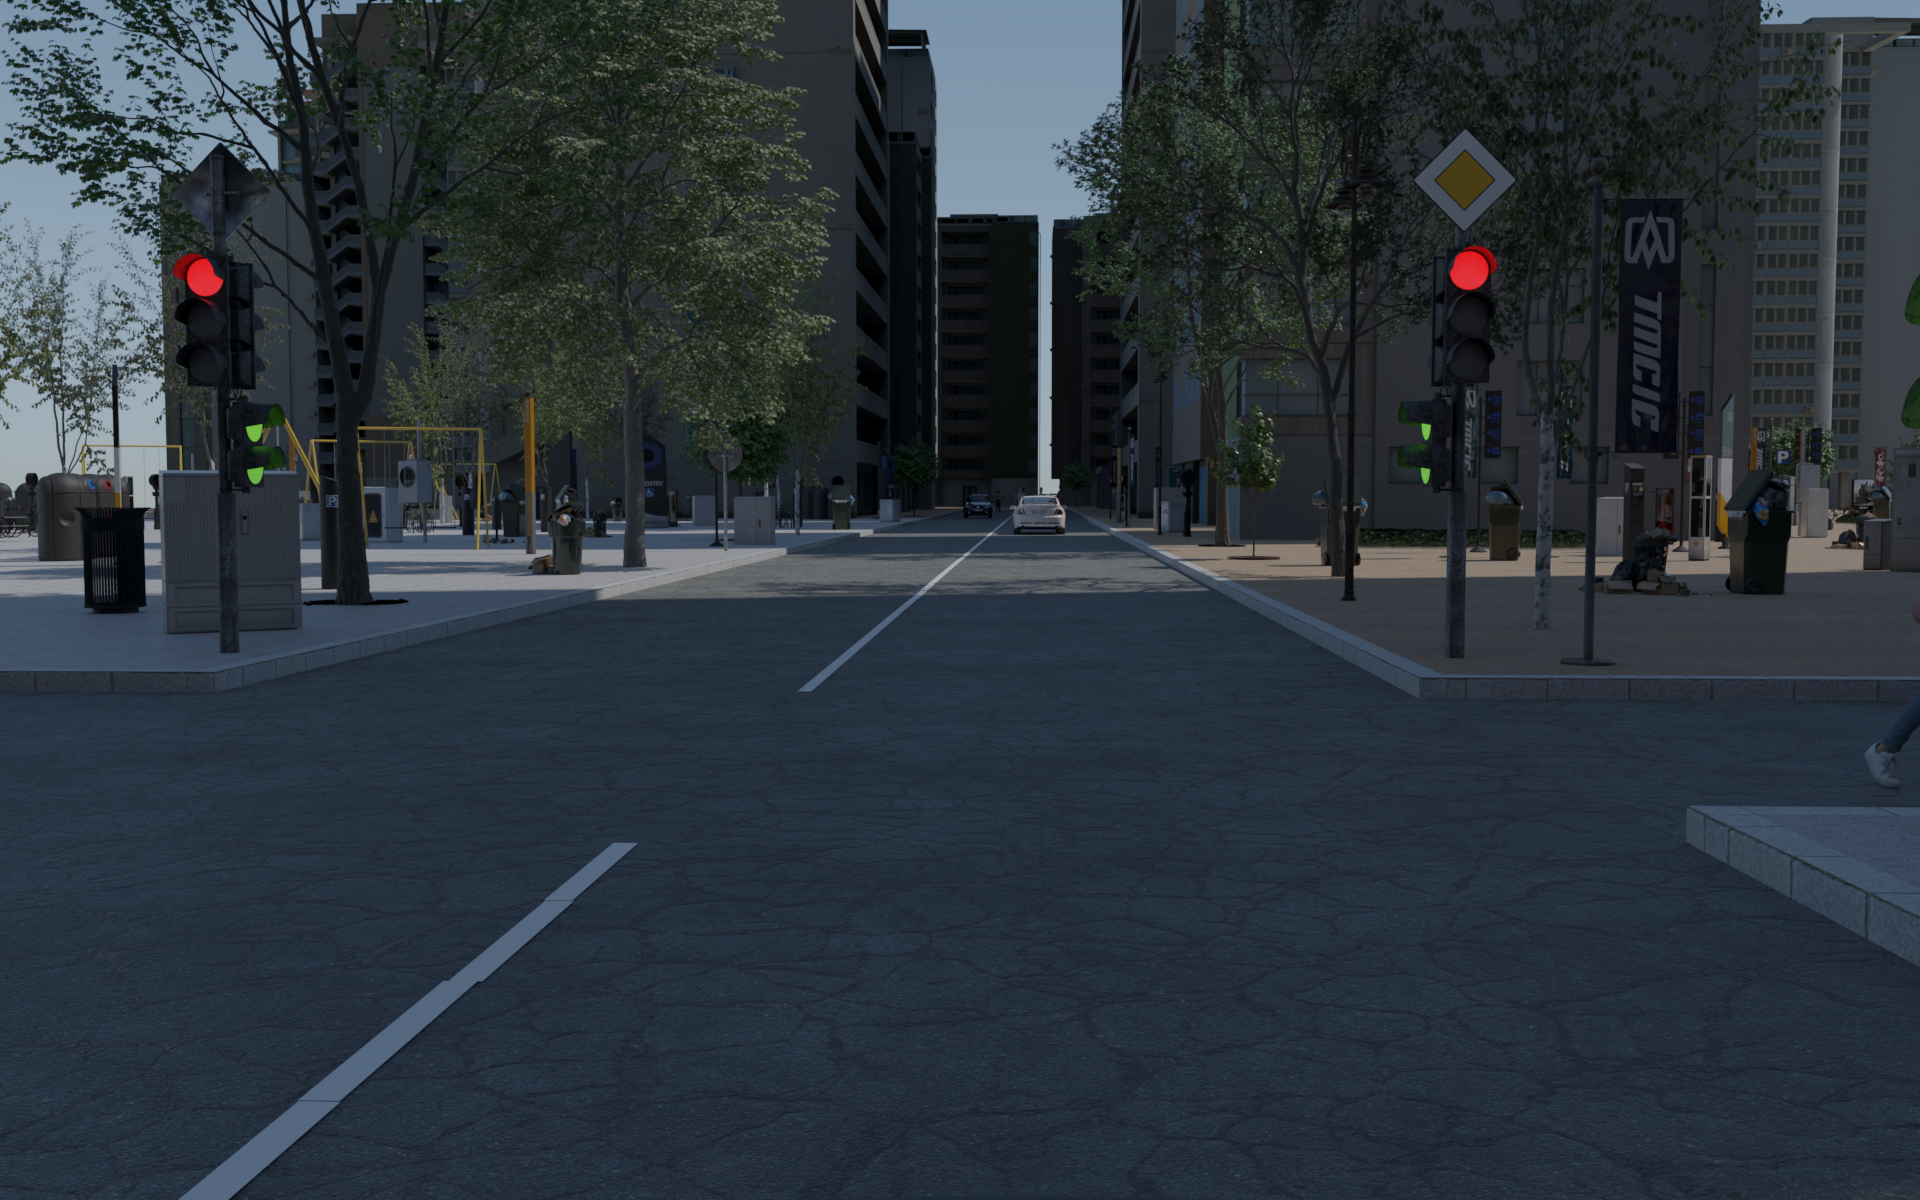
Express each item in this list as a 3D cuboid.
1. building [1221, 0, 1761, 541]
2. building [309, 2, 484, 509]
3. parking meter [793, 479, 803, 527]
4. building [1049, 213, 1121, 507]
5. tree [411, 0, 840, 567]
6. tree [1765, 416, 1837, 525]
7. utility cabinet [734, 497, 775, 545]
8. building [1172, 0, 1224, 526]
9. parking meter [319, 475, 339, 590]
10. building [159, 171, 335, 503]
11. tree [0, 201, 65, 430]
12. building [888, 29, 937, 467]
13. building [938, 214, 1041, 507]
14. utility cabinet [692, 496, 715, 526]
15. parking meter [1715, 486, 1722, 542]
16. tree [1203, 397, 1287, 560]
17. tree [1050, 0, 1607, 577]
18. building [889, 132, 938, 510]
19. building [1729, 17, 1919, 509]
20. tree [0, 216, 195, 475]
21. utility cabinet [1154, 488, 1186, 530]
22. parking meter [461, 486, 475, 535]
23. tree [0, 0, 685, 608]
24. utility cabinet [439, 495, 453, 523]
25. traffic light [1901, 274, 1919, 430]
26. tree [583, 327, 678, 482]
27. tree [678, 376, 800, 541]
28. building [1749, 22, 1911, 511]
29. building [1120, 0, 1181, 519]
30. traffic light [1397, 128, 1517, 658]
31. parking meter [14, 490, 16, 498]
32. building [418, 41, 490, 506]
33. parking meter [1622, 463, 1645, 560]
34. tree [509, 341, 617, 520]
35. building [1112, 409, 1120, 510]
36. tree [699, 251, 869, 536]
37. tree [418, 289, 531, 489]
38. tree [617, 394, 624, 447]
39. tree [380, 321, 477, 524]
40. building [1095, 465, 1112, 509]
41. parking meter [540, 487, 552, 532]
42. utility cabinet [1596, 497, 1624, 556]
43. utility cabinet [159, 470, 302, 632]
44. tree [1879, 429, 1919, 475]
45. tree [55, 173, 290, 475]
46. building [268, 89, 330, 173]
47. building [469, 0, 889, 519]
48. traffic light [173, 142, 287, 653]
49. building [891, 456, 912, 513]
[{"bbox_3d":[15.088,-22.620,53.426,14.154,41.232,14.086,0,4,3],"label":"building"},{"bbox_3d":[-48.751,-30.997,156.912,14.200,45.320,14.600,0,4,3],"label":"building"},{"bbox_3d":[-6.372,-3.809,67.988,0.255,1.863,0.399,-2,4,-32],"label":"parking meter"},{"bbox_3d":[16.467,-25.016,180.708,14.107,30.474,14.160,0,4,3],"label":"building"},{"bbox_3d":[-6.145,-6.867,30.409,7.486,12.596,7.792,0,3,0],"label":"tree"},{"bbox_3d":[35.195,-5.446,72.756,4.285,4.588,4.351,0,3,0],"label":"tree"},{"bbox_3d":[-5.197,-1.997,43.812,1.020,1.237,0.306,1,4,16],"label":"utility cabinet"},{"bbox_3d":[16.885,-26.008,75.344,14.600,45.320,14.200,0,4,3],"label":"building"},{"bbox_3d":[-8.446,-0.917,23.399,0.372,1.533,0.369,0,3,0],"label":"parking meter"},{"bbox_3d":[-62.862,-23.666,158.644,14.107,30.474,14.160,0,4,3],"label":"building"},{"bbox_3d":[-23.685,-5.540,40.940,4.737,8.622,4.395,0,3,0],"label":"tree"},{"bbox_3d":[-9.155,-28.889,155.926,14.086,41.232,14.154,0,4,3],"label":"building"},{"bbox_3d":[1.364,-25.062,181.470,14.107,30.474,14.160,0,4,3],"label":"building"},{"bbox_3d":[-10.237,-3.573,69.572,1.020,1.237,0.306,-2,4,-34],"label":"utility cabinet"},{"bbox_3d":[20.400,-2.318,46.310,0.372,1.533,0.369,0,3,0],"label":"parking meter"},{"bbox_3d":[5.876,-2.416,34.095,1.663,3.219,1.824,0,3,0],"label":"tree"},{"bbox_3d":[5.880,-5.662,26.981,8.767,10.594,7.601,-1,4,-10],"label":"tree"},{"bbox_3d":[-9.412,-22.428,138.400,14.160,30.474,14.107,0,4,3],"label":"building"},{"bbox_3d":[78.276,-28.676,152.441,14.086,41.232,14.154,0,4,3],"label":"building"},{"bbox_3d":[-24.031,-5.898,46.790,4.360,8.622,3.978,0,3,0],"label":"tree"},{"bbox_3d":[7.434,-3.206,61.099,1.173,1.500,0.318,-1,4,-12],"label":"utility cabinet"},{"bbox_3d":[-15.349,-2.790,54.035,0.372,1.533,0.369,0,3,0],"label":"parking meter"},{"bbox_3d":[-7.030,-5.763,19.982,9.928,11.665,9.643,0,3,0],"label":"tree"},{"bbox_3d":[-22.639,-3.985,76.312,0.306,1.237,1.020,-2,4,-32],"label":"utility cabinet"},{"bbox_3d":[3.504,-1.014,5.493,0.839,4.253,0.868,0,4,3],"label":"traffic light"},{"bbox_3d":[-13.160,-7.351,70.550,4.360,8.622,3.978,0,3,0],"label":"tree"},{"bbox_3d":[-5.960,-3.911,47.655,4.285,4.588,4.351,0,3,0],"label":"tree"},{"bbox_3d":[58.533,-27.629,143.621,23.993,40.220,32.217,0,4,3],"label":"building"},{"bbox_3d":[20.374,-29.045,98.593,21.300,48.544,21.600,0,4,3],"label":"building"},{"bbox_3d":[3.861,-1.501,13.470,0.839,4.253,0.868,0,4,3],"label":"traffic light"},{"bbox_3d":[-47.181,-4.795,86.810,0.372,1.533,0.369,0,3,0],"label":"parking meter"},{"bbox_3d":[-28.913,-27.889,147.869,23.993,40.220,32.217,0,4,3],"label":"building"},{"bbox_3d":[12.690,-1.647,32.635,0.255,1.863,0.399,0,4,-1],"label":"parking meter"},{"bbox_3d":[-18.722,-7.871,79.058,4.737,8.622,4.395,0,3,0],"label":"tree"},{"bbox_3d":[22.938,-49.611,123.811,22.319,86.520,31.000,0,4,3],"label":"building"},{"bbox_3d":[-4.956,-6.302,53.405,4.737,8.622,4.395,0,3,0],"label":"tree"},{"bbox_3d":[-17.715,-6.878,62.819,4.360,8.622,3.978,0,3,0],"label":"tree"},{"bbox_3d":[-17.953,-8.188,84.243,4.737,8.622,4.395,0,3,0],"label":"tree"},{"bbox_3d":[-22.077,-7.490,72.816,4.737,8.622,4.395,0,3,0],"label":"tree"},{"bbox_3d":[22.519,-43.537,150.080,20.563,71.187,20.611,0,4,3],"label":"building"},{"bbox_3d":[-13.916,-3.047,58.227,0.372,1.533,0.369,0,3,0],"label":"parking meter"},{"bbox_3d":[13.642,-1.513,35.897,0.306,1.237,1.020,-1,4,-21],"label":"utility cabinet"},{"bbox_3d":[-6.800,-0.458,16.172,1.173,1.500,0.318,-2,4,-31],"label":"utility cabinet"},{"bbox_3d":[27.824,-3.431,50.706,1.663,3.219,1.824,0,3,0],"label":"tree"},{"bbox_3d":[-17.355,-5.469,39.784,4.360,8.622,3.978,0,3,0],"label":"tree"},{"bbox_3d":[-58.805,-32.600,187.636,28.867,44.769,22.147,0,4,3],"label":"building"},{"bbox_3d":[-15.633,-29.113,99.695,21.300,48.544,21.600,0,4,3],"label":"building"},{"bbox_3d":[-5.891,-1.527,13.889,0.839,4.253,0.868,0,4,3],"label":"traffic light"},{"bbox_3d":[-13.926,-41.698,120.014,20.563,71.187,20.611,0,4,3],"label":"building"}]
